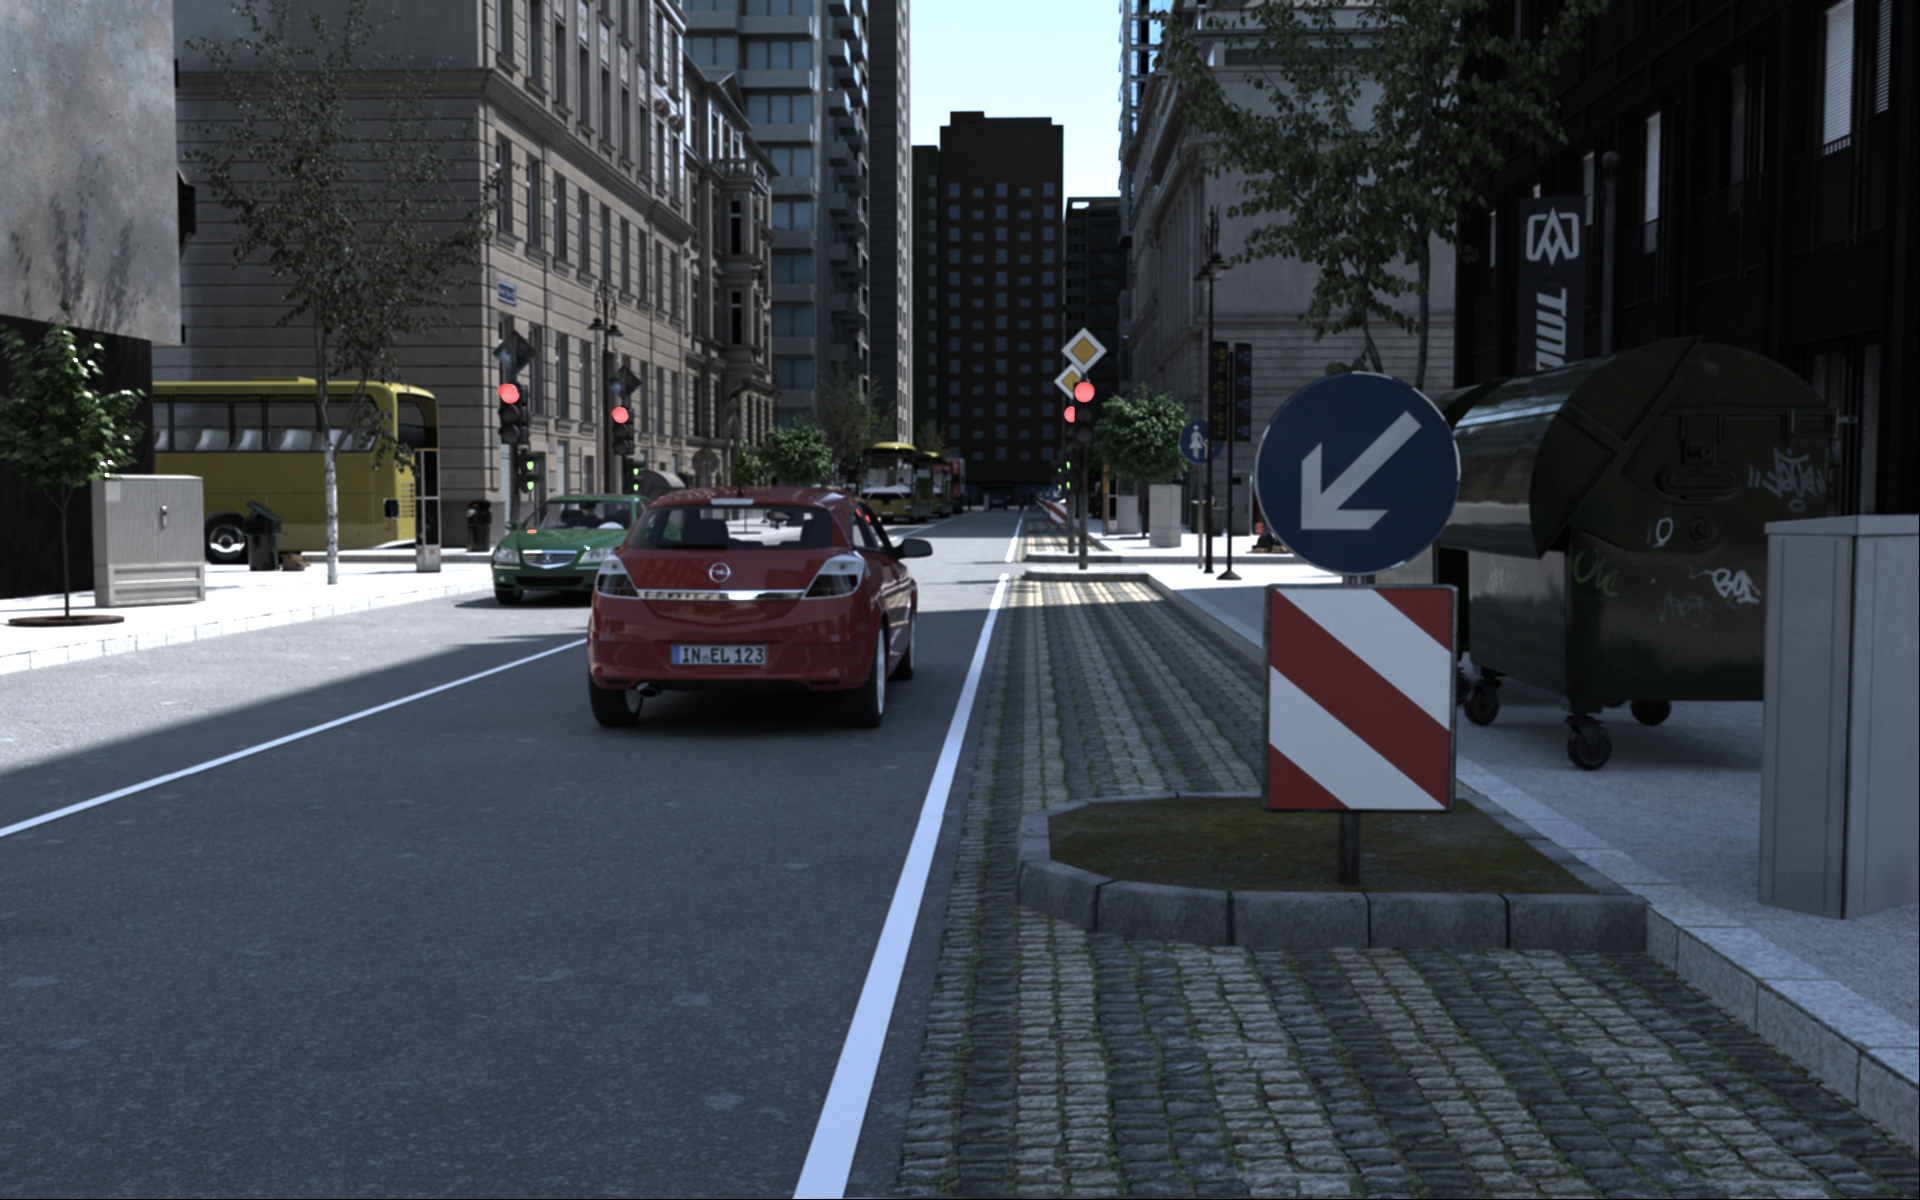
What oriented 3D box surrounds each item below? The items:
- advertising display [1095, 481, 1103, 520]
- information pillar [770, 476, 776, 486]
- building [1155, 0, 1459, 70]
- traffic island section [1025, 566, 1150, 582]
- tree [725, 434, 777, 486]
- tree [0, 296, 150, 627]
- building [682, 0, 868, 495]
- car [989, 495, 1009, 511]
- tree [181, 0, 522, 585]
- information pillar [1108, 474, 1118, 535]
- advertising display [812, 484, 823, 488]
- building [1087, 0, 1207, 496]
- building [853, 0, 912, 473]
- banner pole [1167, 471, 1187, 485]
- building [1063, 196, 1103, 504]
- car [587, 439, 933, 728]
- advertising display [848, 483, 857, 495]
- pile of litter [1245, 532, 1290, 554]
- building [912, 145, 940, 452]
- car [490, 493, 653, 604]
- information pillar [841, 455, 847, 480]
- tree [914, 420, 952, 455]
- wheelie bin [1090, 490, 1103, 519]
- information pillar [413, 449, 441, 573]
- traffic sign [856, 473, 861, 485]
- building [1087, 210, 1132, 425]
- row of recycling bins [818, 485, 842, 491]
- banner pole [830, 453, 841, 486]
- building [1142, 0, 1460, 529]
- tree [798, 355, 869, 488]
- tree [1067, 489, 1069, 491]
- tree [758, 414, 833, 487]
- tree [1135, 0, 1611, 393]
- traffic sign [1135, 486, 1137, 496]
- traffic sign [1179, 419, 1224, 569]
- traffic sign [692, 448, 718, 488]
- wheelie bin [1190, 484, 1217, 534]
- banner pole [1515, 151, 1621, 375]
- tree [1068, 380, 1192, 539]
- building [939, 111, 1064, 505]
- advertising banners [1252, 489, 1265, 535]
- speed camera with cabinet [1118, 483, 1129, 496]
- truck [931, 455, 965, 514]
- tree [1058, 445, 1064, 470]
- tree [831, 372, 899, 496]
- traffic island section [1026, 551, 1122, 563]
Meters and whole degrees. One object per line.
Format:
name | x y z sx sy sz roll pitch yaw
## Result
advertising display | 6.971 -5.002 86.995 0.123 1.923 0.974 -1 4 -13
information pillar | -7.125 -3.781 66.319 0.304 2.012 0.304 0 4 -8
building | 27.403 -26.620 127.120 32.217 40.220 23.993 0 4 2
traffic island section | 2.108 -0.433 29.368 2.009 0.180 2.903 0 4 2
tree | -6.964 -3.758 56.046 1.663 3.219 1.824 0 3 0
tree | -8.755 -1.371 17.011 1.663 3.219 1.824 0 3 0
building | -18.686 -31.086 127.872 23.786 49.044 30.456 0 4 2
car | 3.293 -8.511 151.729 1.945 1.354 3.894 0 4 0
tree | -8.638 -4.518 24.237 4.360 8.622 3.978 0 3 0
information pillar | 4.774 -3.047 54.308 0.304 2.012 0.304 0 4 -3
advertising display | -8.816 -6.165 106.017 0.974 1.923 0.123 3 4 36
building | 22.994 -51.424 153.456 22.319 86.520 31.000 0 4 2
building | -15.694 -45.049 174.801 20.611 71.187 20.563 0 4 2
banner pole | 7.428 -4.268 59.801 0.863 3.779 0.401 1 4 9
building | 24.412 -31.874 213.023 23.993 40.220 32.217 0 4 2
car | -1.296 -0.189 12.138 2.155 1.783 4.494 0 4 2
advertising display | -6.403 -5.828 100.502 0.974 1.923 0.123 -3 5 -41
pile of litter | 7.065 -1.437 37.468 1.719 0.858 1.176 1 4 16
building | -9.133 -31.947 205.923 14.086 41.232 14.154 0 4 2
car | -5.095 -0.755 24.142 2.131 1.459 4.920 0 4 2
information pillar | -6.869 -6.807 102.641 0.504 3.616 0.183 1 4 11
tree | -2.606 -13.562 172.103 4.737 8.622 4.395 0 3 0
wheelie bin | 7.071 -4.943 88.724 0.693 1.594 0.980 2 4 30
information pillar | -8.665 -1.449 28.182 0.304 2.012 0.304 -3 5 -42
traffic sign | -5.680 -6.181 101.163 0.768 2.556 0.104 1 4 8
building | 19.959 -24.839 177.816 14.160 30.474 14.107 0 4 2
row of recycling bins | -6.065 -4.535 81.258 1.069 1.692 3.534 0 4 3
banner pole | -7.091 -6.593 97.808 0.863 3.779 0.401 0 4 0
building | 15.304 -14.252 74.816 13.314 21.916 24.055 0 4 2
tree | -6.841 -8.675 92.193 4.360 8.622 3.978 0 3 0
tree | 9.067 -8.712 137.039 1.663 3.219 1.824 0 3 0
tree | -6.756 -5.377 71.629 4.285 4.588 4.351 0 3 0
tree | 4.151 -4.055 16.661 4.737 8.622 4.395 0 3 0
traffic sign | 5.616 -3.374 55.271 0.768 2.556 0.104 1 4 10
traffic sign | 4.120 -1.804 29.608 0.768 2.556 0.104 0 4 8
traffic sign | -7.131 -2.954 48.398 0.768 2.556 0.104 1 4 8
wheelie bin | 7.870 -2.943 56.026 0.980 1.594 0.693 3 4 38
banner pole | 4.538 -1.396 12.837 0.863 3.779 0.401 1 4 21
tree | 5.312 -4.056 50.029 4.285 4.588 4.351 0 3 0
building | 5.013 -33.975 205.607 14.200 45.320 14.600 0 4 2
advertising banners | 9.316 -3.539 54.055 2.074 3.025 0.090 -2 4 -32
speed camera with cabinet | 7.202 -5.199 79.334 0.660 3.252 2.038 1 4 21
truck | -1.024 -8.361 125.622 2.839 4.237 11.283 0 4 2
tree | 6.821 -6.834 95.445 4.285 4.588 4.351 0 3 0
tree | -5.858 -9.480 105.362 4.737 8.622 4.395 0 3 0
traffic island section | 2.424 -0.921 37.347 2.009 0.180 2.903 0 4 2
